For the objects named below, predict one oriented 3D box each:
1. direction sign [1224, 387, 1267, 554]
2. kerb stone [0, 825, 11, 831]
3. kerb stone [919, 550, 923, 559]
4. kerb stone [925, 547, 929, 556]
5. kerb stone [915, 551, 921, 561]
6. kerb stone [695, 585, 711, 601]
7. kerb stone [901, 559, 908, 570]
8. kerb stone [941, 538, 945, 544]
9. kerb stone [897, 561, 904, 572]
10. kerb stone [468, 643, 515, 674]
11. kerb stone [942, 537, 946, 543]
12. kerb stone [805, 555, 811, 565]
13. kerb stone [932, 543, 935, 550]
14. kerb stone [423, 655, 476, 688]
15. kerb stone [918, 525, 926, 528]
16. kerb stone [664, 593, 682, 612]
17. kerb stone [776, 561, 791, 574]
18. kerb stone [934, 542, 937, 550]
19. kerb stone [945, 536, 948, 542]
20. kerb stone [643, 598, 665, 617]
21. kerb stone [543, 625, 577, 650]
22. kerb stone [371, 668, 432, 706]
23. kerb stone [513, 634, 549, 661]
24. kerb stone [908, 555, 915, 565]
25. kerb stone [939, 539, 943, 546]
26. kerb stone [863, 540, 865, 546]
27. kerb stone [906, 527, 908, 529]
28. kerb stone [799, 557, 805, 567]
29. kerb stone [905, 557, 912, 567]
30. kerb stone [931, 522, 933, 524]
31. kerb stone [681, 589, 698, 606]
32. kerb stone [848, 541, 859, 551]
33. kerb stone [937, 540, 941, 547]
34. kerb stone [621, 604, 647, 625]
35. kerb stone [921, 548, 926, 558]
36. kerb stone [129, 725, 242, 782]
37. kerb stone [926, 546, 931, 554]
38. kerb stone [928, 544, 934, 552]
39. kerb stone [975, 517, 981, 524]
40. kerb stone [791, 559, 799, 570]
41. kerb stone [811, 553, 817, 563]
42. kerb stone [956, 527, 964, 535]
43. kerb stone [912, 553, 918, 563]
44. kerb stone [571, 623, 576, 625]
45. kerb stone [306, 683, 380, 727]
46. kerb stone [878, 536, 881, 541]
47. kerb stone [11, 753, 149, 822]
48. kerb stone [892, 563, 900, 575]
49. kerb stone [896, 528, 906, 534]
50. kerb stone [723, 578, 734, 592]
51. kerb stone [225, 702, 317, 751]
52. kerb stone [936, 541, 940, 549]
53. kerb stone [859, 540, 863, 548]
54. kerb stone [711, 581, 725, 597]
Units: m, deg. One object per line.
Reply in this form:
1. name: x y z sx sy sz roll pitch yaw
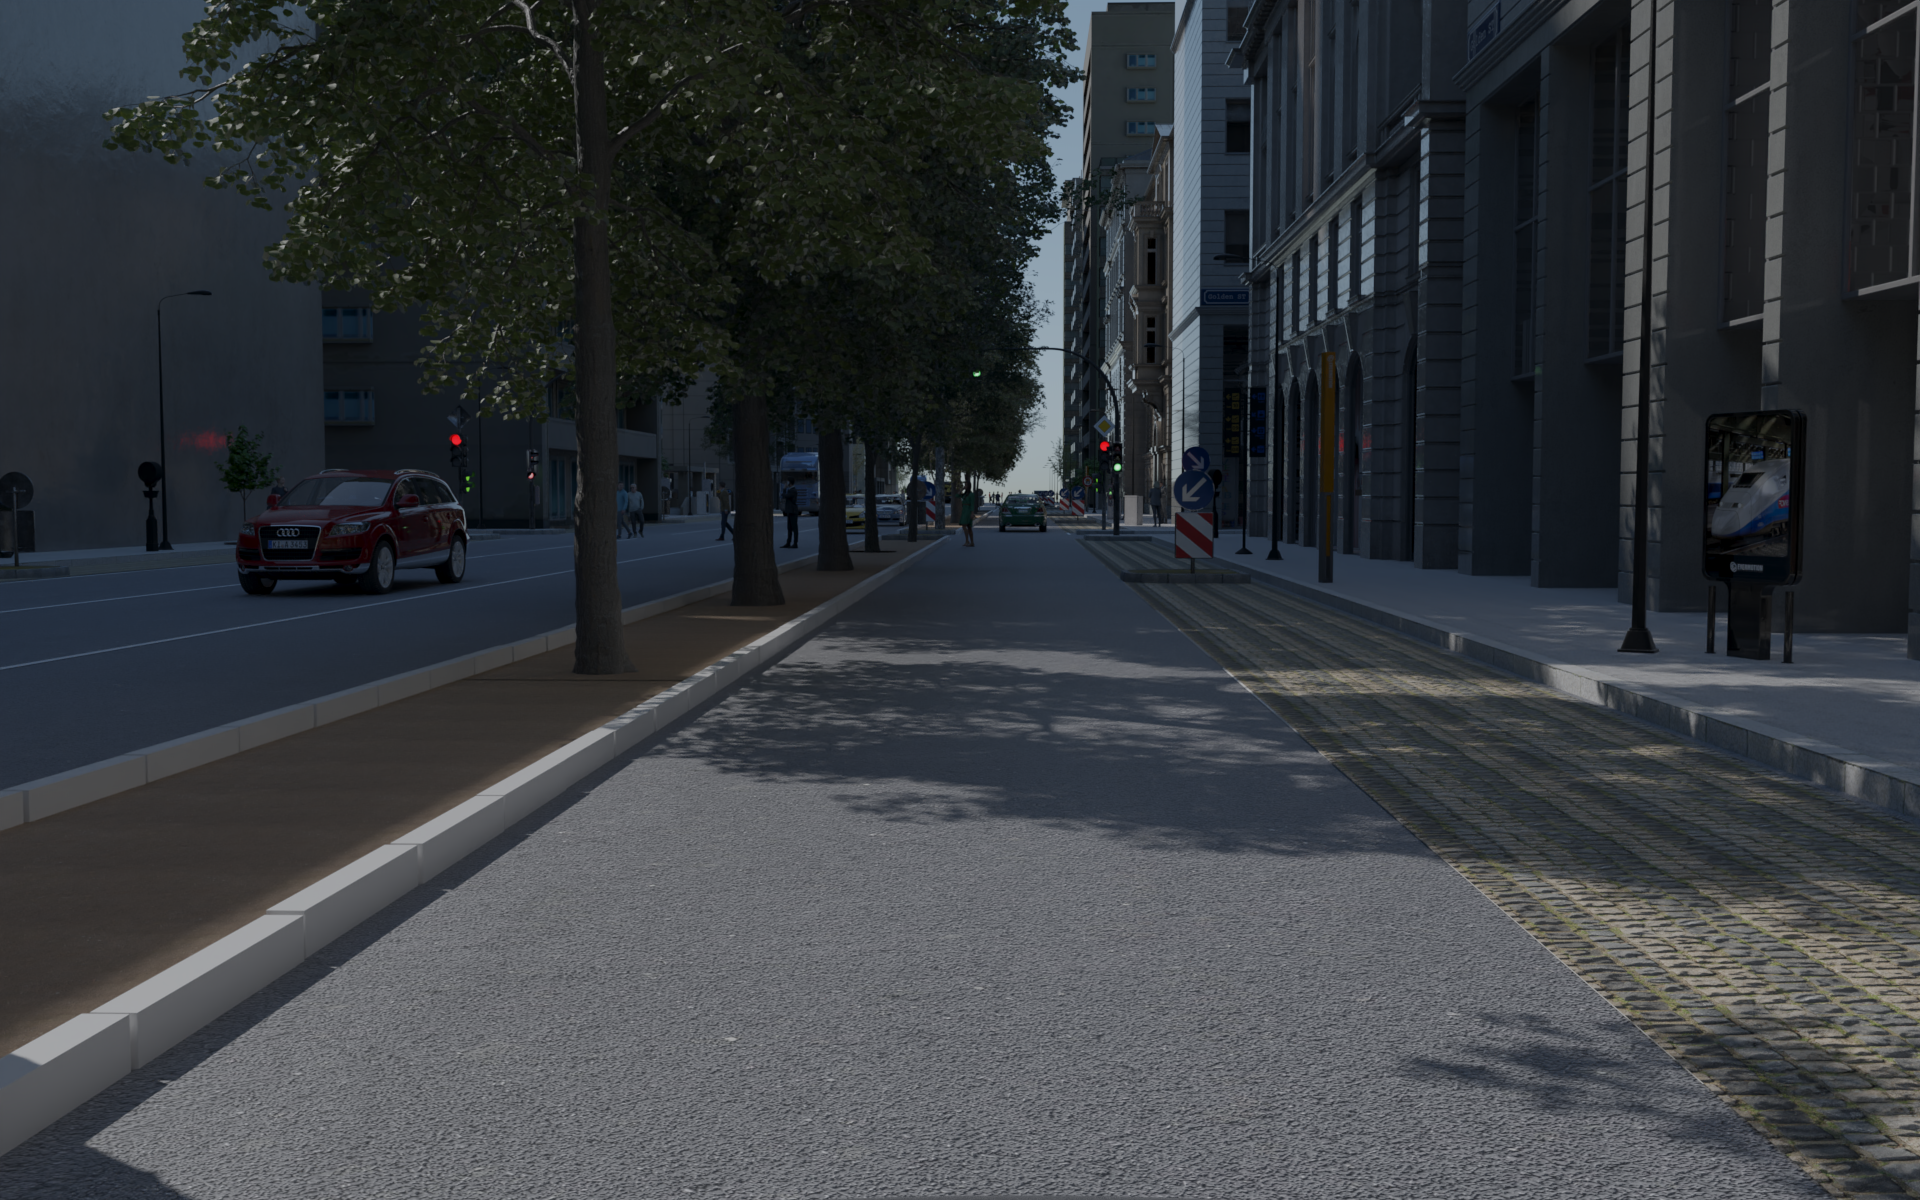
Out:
1. direction sign: 6.061 -2.744 36.868 0.876 3.537 0.379 1 4 13
2. kerb stone: -4.125 0.930 6.986 0.120 0.150 1.000 0 4 2
3. kerb stone: -0.938 -0.942 37.617 0.120 0.150 1.000 0 4 2
4. kerb stone: -0.858 -1.070 39.686 0.120 0.150 1.000 0 4 2
5. kerb stone: -0.971 -0.881 36.594 0.120 0.150 1.000 0 4 2
6. kerb stone: -3.541 -0.073 23.386 0.120 0.150 1.000 0 4 2
7. kerb stone: -1.110 -0.630 32.502 0.120 0.150 1.000 0 4 2
8. kerb stone: -0.575 -1.567 47.882 0.120 0.150 1.000 0 4 2
9. kerb stone: -1.154 -0.568 31.477 0.120 0.150 1.000 0 4 2
10. kerb stone: -3.866 0.492 14.154 0.120 0.150 1.000 0 4 2
11. kerb stone: -0.545 -1.634 48.905 0.120 0.150 1.000 0 4 2
12. kerb stone: -3.144 -0.761 34.641 0.120 0.150 1.000 0 4 2
13. kerb stone: -0.755 -1.258 42.765 0.120 0.150 1.000 0 4 2
14. kerb stone: -3.904 0.557 13.133 0.120 0.150 1.000 0 4 2
15. kerb stone: -1.676 -3.298 76.172 0.120 0.150 1.000 0 4 2
16. kerb stone: -3.609 0.053 21.334 0.120 0.150 1.000 0 4 2
17. kerb stone: -3.248 -0.574 31.576 0.120 0.150 1.000 0 4 2
18. kerb stone: -0.717 -1.321 43.792 0.120 0.150 1.000 0 4 2
19. kerb stone: -0.504 -1.696 49.931 0.120 0.150 1.000 0 4 2
20. kerb stone: -3.650 0.115 20.310 0.120 0.150 1.000 0 4 2
21. kerb stone: -3.781 0.370 16.213 0.120 0.150 1.000 0 4 2
22. kerb stone: -3.938 0.617 12.111 0.120 0.150 1.000 0 4 2
23. kerb stone: -3.826 0.439 15.189 0.120 0.150 1.000 0 4 2
24. kerb stone: -1.040 -0.752 34.545 0.120 0.150 1.000 0 4 2
25. kerb stone: -0.601 -1.506 46.860 0.120 0.150 1.000 0 4 2
26. kerb stone: -2.706 -1.512 46.924 0.120 0.150 1.000 0 4 2
27. kerb stone: -2.113 -2.550 63.888 0.120 0.150 1.000 0 4 2
28. kerb stone: -3.171 -0.699 33.619 0.120 0.150 1.000 0 4 2
29. kerb stone: -1.079 -0.693 33.524 0.120 0.150 1.000 0 4 2
30. kerb stone: -1.492 -3.616 81.309 0.120 0.150 1.000 0 4 2
31. kerb stone: -3.574 -0.010 22.358 0.120 0.150 1.000 0 4 2
32. kerb stone: -2.784 -1.384 44.877 0.120 0.150 1.000 0 4 2
33. kerb stone: -0.642 -1.446 45.839 0.120 0.150 1.000 0 4 2
34. kerb stone: -3.688 0.178 19.288 0.120 0.150 1.000 0 4 2
35. kerb stone: -0.894 -1.006 38.659 0.120 0.150 1.000 0 4 2
36. kerb stone: -4.046 0.805 9.035 0.120 0.150 1.000 0 4 2
37. kerb stone: -0.829 -1.129 40.719 0.120 0.150 1.000 0 4 2
38. kerb stone: -0.783 -1.195 41.741 0.120 0.150 1.000 0 4 2
39. kerb stone: 0.856 -4.048 88.380 0.120 0.150 1.000 0 4 2
40. kerb stone: -3.211 -0.634 32.597 0.120 0.150 1.000 0 4 2
41. kerb stone: -3.107 -0.824 35.668 0.120 0.150 1.000 0 4 2
42. kerb stone: 0.027 -2.606 64.801 0.120 0.150 1.000 0 4 2
43. kerb stone: -1.004 -0.818 35.573 0.120 0.150 1.000 0 4 2
44. kerb stone: -3.754 0.303 17.234 0.120 0.150 1.000 0 4 2
45. kerb stone: -3.973 0.680 11.085 0.120 0.150 1.000 0 4 2
46. kerb stone: -2.494 -1.888 53.077 0.120 0.150 1.000 0 4 2
47. kerb stone: -4.077 0.869 8.009 0.120 0.150 1.000 0 4 2
48. kerb stone: -1.187 -0.503 30.446 0.120 0.150 1.000 0 4 2
49. kerb stone: -2.146 -2.488 62.867 0.120 0.150 1.000 0 4 2
50. kerb stone: -3.465 -0.192 25.430 0.120 0.150 1.000 0 4 2
51. kerb stone: -4.015 0.742 10.057 0.120 0.150 1.000 0 4 2
52. kerb stone: -0.679 -1.384 44.817 0.120 0.150 1.000 0 4 2
53. kerb stone: -2.742 -1.446 45.902 0.120 0.150 1.000 0 4 2
54. kerb stone: -3.499 -0.130 24.408 0.120 0.150 1.000 0 4 2
